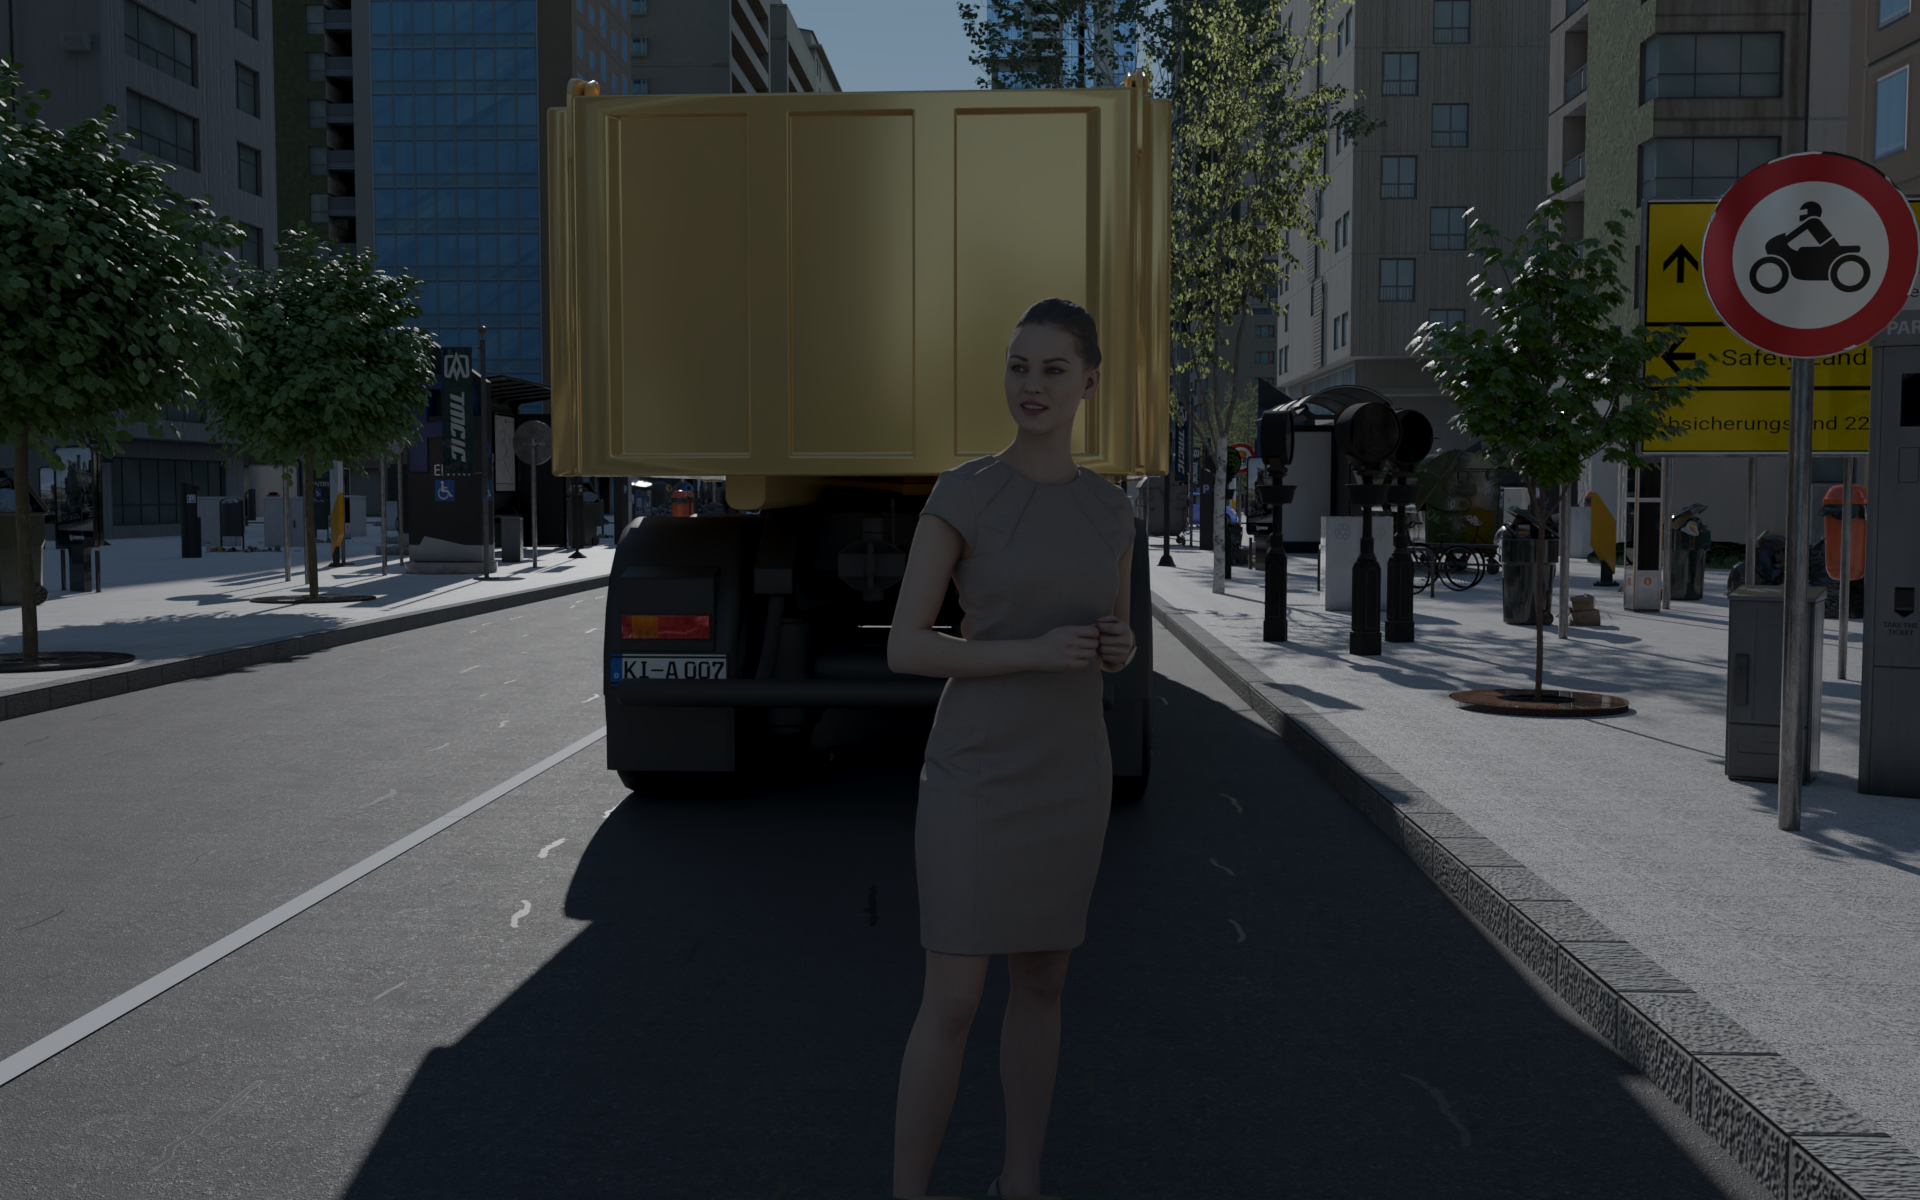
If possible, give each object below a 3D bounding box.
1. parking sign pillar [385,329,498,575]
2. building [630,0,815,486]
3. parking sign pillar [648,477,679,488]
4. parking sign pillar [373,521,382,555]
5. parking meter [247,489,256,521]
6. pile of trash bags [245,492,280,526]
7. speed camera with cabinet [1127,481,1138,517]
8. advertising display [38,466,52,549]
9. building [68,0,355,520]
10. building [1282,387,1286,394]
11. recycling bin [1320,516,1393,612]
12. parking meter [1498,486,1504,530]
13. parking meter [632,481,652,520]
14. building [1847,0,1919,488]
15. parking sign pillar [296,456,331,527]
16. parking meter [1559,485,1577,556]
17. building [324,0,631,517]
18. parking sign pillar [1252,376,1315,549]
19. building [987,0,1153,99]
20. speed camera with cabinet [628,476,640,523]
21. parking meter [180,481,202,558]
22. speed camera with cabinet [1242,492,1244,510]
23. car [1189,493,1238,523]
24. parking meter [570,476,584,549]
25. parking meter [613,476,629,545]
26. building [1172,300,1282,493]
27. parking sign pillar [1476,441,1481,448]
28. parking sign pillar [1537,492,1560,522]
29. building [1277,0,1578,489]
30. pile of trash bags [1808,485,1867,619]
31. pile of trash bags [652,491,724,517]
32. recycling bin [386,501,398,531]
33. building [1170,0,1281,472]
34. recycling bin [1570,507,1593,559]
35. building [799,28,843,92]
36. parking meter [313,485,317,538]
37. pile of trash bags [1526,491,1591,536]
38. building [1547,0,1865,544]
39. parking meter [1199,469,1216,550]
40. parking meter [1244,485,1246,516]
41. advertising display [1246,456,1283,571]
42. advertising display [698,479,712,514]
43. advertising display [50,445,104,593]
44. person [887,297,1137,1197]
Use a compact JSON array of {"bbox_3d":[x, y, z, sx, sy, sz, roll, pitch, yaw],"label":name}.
[{"bbox_3d":[-8.297,-2.428,28.163,1.447,3.967,1.447,1,4,12],"label":"parking sign pillar"},{"bbox_3d":[-25.748,-33.218,166.821,21.300,48.544,21.600,0,4,2],"label":"building"},{"bbox_3d":[-11.191,-4.703,65.367,1.447,3.967,1.447,3,4,37],"label":"parking sign pillar"},{"bbox_3d":[-11.714,-2.959,36.849,1.447,3.967,1.447,-2,4,-24],"label":"parking sign pillar"},{"bbox_3d":[-34.184,-4.597,83.569,0.372,1.533,0.369,0,3,0],"label":"parking meter"},{"bbox_3d":[-29.096,-3.660,69.593,3.447,1.369,1.912,-2,4,-27],"label":"pile of trash bags"},{"bbox_3d":[6.271,-4.334,65.196,0.660,3.252,2.038,0,4,-6],"label":"speed camera with cabinet"},{"bbox_3d":[-20.879,-2.147,40.313,0.974,1.923,0.123,-2,4,-28],"label":"advertising display"},{"bbox_3d":[-40.938,-20.172,101.519,14.107,30.474,14.160,0,4,2],"label":"building"},{"bbox_3d":[32.148,-29.294,129.064,14.600,45.320,14.200,0,4,2],"label":"building"},{"bbox_3d":[4.401,-0.409,19.249,0.722,1.027,0.722,0,4,7],"label":"recycling bin"},{"bbox_3d":[15.937,-2.628,51.372,0.372,1.533,0.369,0,3,0],"label":"parking meter"},{"bbox_3d":[-5.934,-1.463,32.335,0.372,1.533,0.369,0,3,0],"label":"parking meter"},{"bbox_3d":[24.301,-23.007,26.269,14.600,45.320,14.200,0,4,2],"label":"building"},{"bbox_3d":[-25.199,-4.843,67.660,1.447,3.967,1.447,-2,4,-33],"label":"parking sign pillar"},{"bbox_3d":[12.477,-1.826,35.569,0.255,1.863,0.399,0,4,4],"label":"parking meter"},{"bbox_3d":[-27.543,-27.566,100.809,14.600,45.320,14.200,0,4,2],"label":"building"},{"bbox_3d":[7.382,-3.115,39.400,1.447,3.967,1.447,2,4,25],"label":"parking sign pillar"},{"bbox_3d":[15.801,-58.012,261.170,31.000,86.520,22.319,0,4,2],"label":"building"},{"bbox_3d":[-9.097,-3.235,47.233,0.660,3.252,2.038,-1,4,-13],"label":"speed camera with cabinet"},{"bbox_3d":[-15.468,-1.616,34.832,0.372,1.533,0.369,0,3,0],"label":"parking meter"},{"bbox_3d":[23.599,-9.058,142.438,2.038,3.252,0.660,0,4,6],"label":"speed camera with cabinet"},{"bbox_3d":[10.125,-3.984,74.723,3.694,1.707,1.945,0,4,0],"label":"car"},{"bbox_3d":[-9.015,-2.143,40.754,0.255,1.863,0.399,-1,4,-21],"label":"parking meter"},{"bbox_3d":[-8.574,-2.332,43.836,0.255,1.863,0.399,1,4,14],"label":"parking meter"},{"bbox_3d":[37.352,-20.562,181.223,27.650,21.520,28.899,0,4,2],"label":"building"},{"bbox_3d":[25.211,-5.964,85.976,1.447,3.967,1.447,1,4,23],"label":"parking sign pillar"},{"bbox_3d":[23.112,-4.818,67.242,1.447,3.967,1.447,0,4,-1],"label":"parking sign pillar"},{"bbox_3d":[34.304,-31.514,104.494,27.495,52.752,28.713,0,4,2],"label":"building"},{"bbox_3d":[9.541,-0.496,17.859,1.912,1.369,3.447,3,5,40],"label":"pile of trash bags"},{"bbox_3d":[-7.212,-2.208,45.850,1.912,1.369,3.447,0,4,-2],"label":"pile of trash bags"},{"bbox_3d":[-19.750,-2.958,60.913,0.722,1.027,0.722,0,4,8],"label":"recycling bin"},{"bbox_3d":[33.734,-46.889,204.894,20.563,71.187,20.611,0,4,2],"label":"building"},{"bbox_3d":[12.582,-1.359,34.771,0.722,1.027,0.722,-1,4,-14],"label":"recycling bin"},{"bbox_3d":[-28.194,-37.569,203.487,27.495,52.752,28.713,0,4,2],"label":"building"},{"bbox_3d":[-19.020,-2.584,50.665,0.372,1.533,0.369,0,3,0],"label":"parking meter"},{"bbox_3d":[14.001,-1.834,39.746,1.912,1.369,3.447,3,5,42],"label":"pile of trash bags"},{"bbox_3d":[24.291,-22.319,48.510,14.154,41.232,14.086,0,4,2],"label":"building"},{"bbox_3d":[5.705,-2.075,39.639,0.399,1.863,0.255,3,5,39],"label":"parking meter"},{"bbox_3d":[16.516,-5.729,99.387,0.255,1.863,0.399,3,5,39],"label":"parking meter"},{"bbox_3d":[5.101,-1.459,29.068,0.123,1.923,0.974,-1,4,-21],"label":"advertising display"},{"bbox_3d":[-7.231,-2.673,48.914,0.123,1.923,0.974,-2,4,-30],"label":"advertising display"},{"bbox_3d":[-11.577,-1.073,22.752,0.974,1.923,0.123,2,4,35],"label":"advertising display"},{"bbox_3d":[0.108,0.351,3.098,0.599,1.781,0.374,-2,4,-27],"label":"person"}]
